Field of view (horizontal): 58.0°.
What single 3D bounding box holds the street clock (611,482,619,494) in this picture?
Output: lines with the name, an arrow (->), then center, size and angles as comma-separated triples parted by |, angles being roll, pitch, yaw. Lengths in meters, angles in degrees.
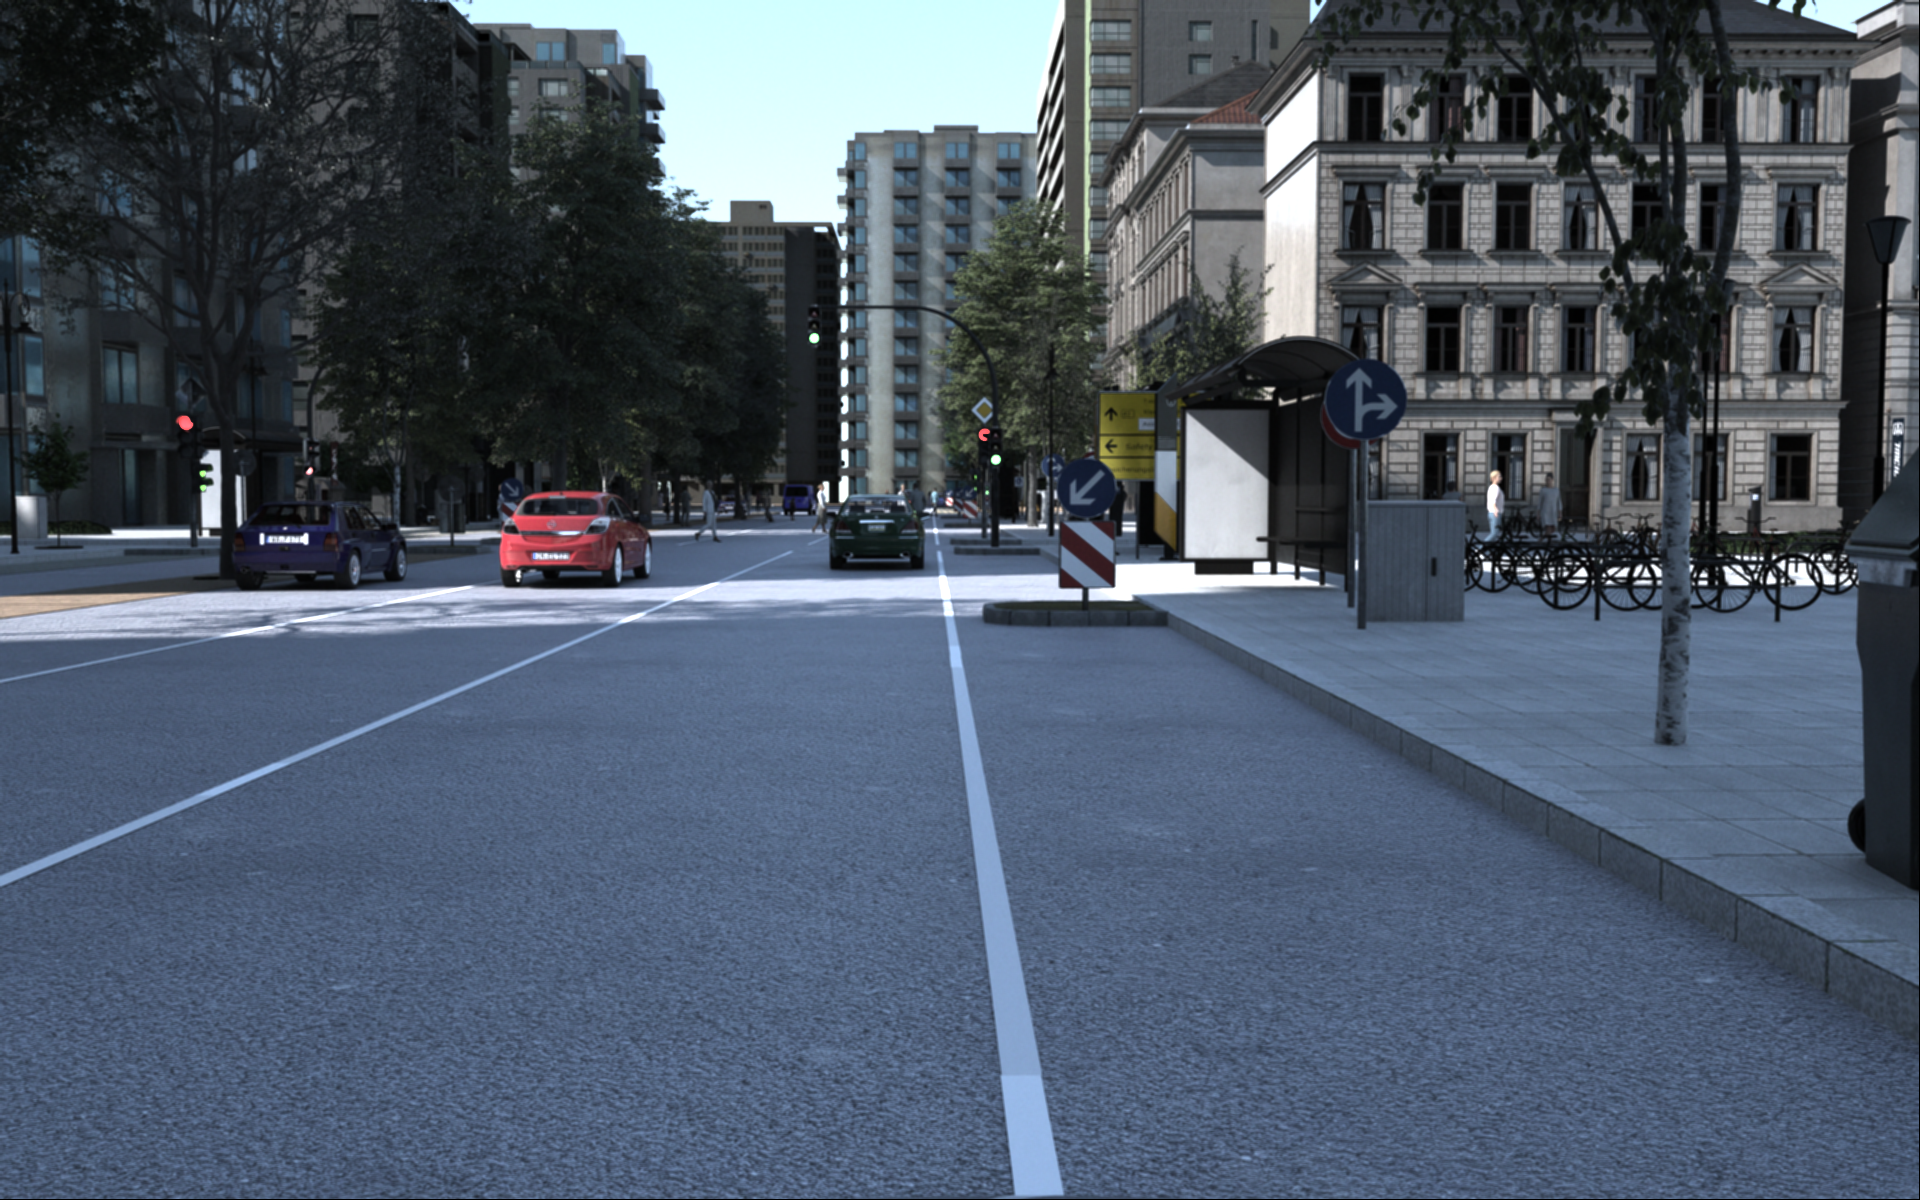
street clock -> -21.399, -6.296, 107.509 | 0.471, 2.002, 0.358 | 1, 4, 19

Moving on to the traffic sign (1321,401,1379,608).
traffic sign -> 4.431, -1.189, 19.541 | 0.768, 2.556, 0.104 | 0, 4, 0

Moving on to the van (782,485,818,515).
van -> -10.925, -6.976, 118.440 | 2.240, 2.365, 5.245 | 0, 3, 0

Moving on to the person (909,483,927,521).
person -> -1.414, -2.983, 57.363 | 0.635, 1.810, 0.391 | -2, 4, -35

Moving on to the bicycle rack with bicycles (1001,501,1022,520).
bicycle rack with bicycles -> 3.175, -4.475, 86.552 | 2.852, 0.926, 2.925 | 1, 4, 17

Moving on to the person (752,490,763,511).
person -> -16.947, -8.341, 145.598 | 1.217, 1.743, 0.721 | 2, 4, 26

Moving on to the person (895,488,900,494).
person -> -3.951, -6.435, 113.517 | 0.655, 1.846, 0.447 | -1, 4, -16

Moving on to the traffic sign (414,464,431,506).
traffic sign -> -22.667, -4.462, 73.053 | 0.768, 2.556, 0.104 | 0, 4, 3

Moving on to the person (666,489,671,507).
person -> -26.610, -9.235, 157.697 | 0.621, 1.740, 0.551 | -3, 4, -38

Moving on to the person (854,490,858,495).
person -> -11.241, -10.892, 186.591 | 0.705, 1.823, 1.348 | 3, 5, 45

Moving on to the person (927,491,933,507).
person -> -3.378, -11.374, 195.134 | 0.621, 1.740, 0.551 | 1, 4, 10

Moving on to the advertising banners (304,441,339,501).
advertising banners -> -20.983, -3.720, 57.014 | 0.090, 3.025, 2.074 | 1, 4, 12

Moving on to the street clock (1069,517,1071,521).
street clock -> 4.710, -4.218, 73.541 | 0.358, 2.002, 0.471 | 0, 4, 8

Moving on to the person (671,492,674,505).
person -> -34.324, -12.083, 206.848 | 0.721, 1.735, 1.217 | 0, 3, 0

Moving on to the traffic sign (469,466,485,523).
traffic sign -> -21.773, -4.767, 78.045 | 0.768, 2.556, 0.104 | 0, 4, 6

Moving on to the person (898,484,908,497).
person -> -2.339, -3.755, 69.779 | 0.818, 1.842, 0.514 | 1, 4, 10

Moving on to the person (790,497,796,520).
person -> -9.071, -4.942, 93.963 | 0.362, 1.253, 0.373 | 3, 4, 37

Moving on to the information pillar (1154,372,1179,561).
information pillar -> 3.970, -2.568, 33.335 | 0.504, 3.616, 0.183 | -2, 4, -29

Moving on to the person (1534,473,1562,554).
person -> 12.724, -1.880, 37.539 | 0.466, 1.731, 0.760 | -2, 4, -31

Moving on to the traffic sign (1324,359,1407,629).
traffic sign -> 3.824, -0.997, 16.408 | 0.768, 2.556, 0.104 | 0, 4, 6

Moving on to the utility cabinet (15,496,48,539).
utility cabinet -> -26.401, -2.331, 49.276 | 1.020, 1.237, 0.306 | 2, 4, 29

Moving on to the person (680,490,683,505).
person -> -31.791, -11.735, 198.629 | 0.721, 1.743, 1.217 | 0, 4, 2

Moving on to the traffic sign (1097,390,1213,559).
traffic sign -> 3.837, -2.464, 34.153 | 2.265, 3.308, 0.079 | 0, 4, 3

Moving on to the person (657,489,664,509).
person -> -25.214, -8.510, 145.852 | 0.621, 1.740, 0.551 | 1, 4, 18

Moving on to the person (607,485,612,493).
person -> -18.118, -4.963, 89.012 | 0.474, 1.900, 0.648 | -2, 4, -33

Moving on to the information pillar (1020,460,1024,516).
information pillar -> 3.703, -6.800, 102.535 | 0.183, 3.616, 0.504 | 1, 4, 14

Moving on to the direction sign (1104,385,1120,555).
direction sign -> 3.168, -2.713, 36.353 | 0.379, 3.537, 0.876 | -1, 4, -14

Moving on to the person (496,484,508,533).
person -> -16.754, -3.348, 63.429 | 0.419, 1.800, 0.721 | -1, 4, -18

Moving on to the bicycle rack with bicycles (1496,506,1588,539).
bicycle rack with bicycles -> 16.766, -2.275, 50.585 | 2.925, 0.926, 2.852 | -2, 4, -26

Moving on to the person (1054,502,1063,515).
person -> 6.016, -6.036, 104.504 | 0.755, 1.850, 0.659 | 3, 5, 42

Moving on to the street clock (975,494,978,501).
street clock -> 1.081, -7.045, 119.756 | 0.358, 2.002, 0.471 | -2, 4, -34

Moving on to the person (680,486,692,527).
person -> -11.942, -4.095, 75.640 | 0.511, 1.800, 0.466 | 1, 4, 18

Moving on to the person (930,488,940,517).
person -> -1.637, -6.208, 109.863 | 0.748, 1.841, 0.638 | -2, 4, -33

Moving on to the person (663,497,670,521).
person -> -15.844, -4.915, 93.533 | 0.373, 1.253, 0.362 | 2, 4, 30

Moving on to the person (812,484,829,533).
person -> -5.132, -3.354, 63.558 | 0.641, 1.798, 0.478 | 1, 4, 19

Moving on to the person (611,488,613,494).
person -> -27.075, -7.814, 134.488 | 0.721, 1.739, 1.217 | 2, 4, 25

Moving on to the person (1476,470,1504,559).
person -> 10.308, -1.649, 33.676 | 0.598, 1.740, 0.731 | 0, 4, -7

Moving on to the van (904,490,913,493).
van -> -5.295, -10.138, 172.767 | 2.013, 2.044, 4.112 | 0, 4, -1

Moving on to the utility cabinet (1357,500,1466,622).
utility cabinet -> 4.561, -0.388, 17.500 | 1.020, 1.237, 0.306 | 0, 4, -3

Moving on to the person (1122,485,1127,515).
person -> 8.624, -5.281, 92.738 | 0.623, 1.781, 0.721 | 0, 4, -4

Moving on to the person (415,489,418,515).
person -> -26.068, -4.702, 82.767 | 0.795, 1.843, 0.661 | -2, 4, -26

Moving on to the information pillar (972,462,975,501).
information pillar -> 0.959, -8.133, 124.328 | 0.183, 3.616, 0.504 | -2, 4, -24

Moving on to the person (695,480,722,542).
person -> -7.519, -2.647, 51.660 | 0.818, 1.842, 0.514 | 0, 4, 1

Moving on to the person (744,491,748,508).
person -> -19.015, -8.875, 154.520 | 0.541, 1.710, 0.530 | 3, 4, 37

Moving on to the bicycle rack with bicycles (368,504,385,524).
bicycle rack with bicycles -> -22.239, -2.989, 62.255 | 2.852, 0.926, 2.925 | 2, 4, 26

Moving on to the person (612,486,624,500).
person -> -14.549, -3.950, 73.438 | 0.721, 1.781, 0.623 | -2, 4, -31

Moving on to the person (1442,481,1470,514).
person -> 13.234, -2.286, 46.235 | 0.716, 1.782, 0.532 | 1, 4, 17

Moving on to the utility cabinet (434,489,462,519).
utility cabinet -> -22.595, -4.146, 76.466 | 0.318, 1.500, 1.173 | 3, 5, 42

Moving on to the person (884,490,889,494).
person -> -6.335, -8.673, 150.439 | 1.348, 1.807, 0.705 | 0, 4, -7

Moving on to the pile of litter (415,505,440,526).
pile of litter -> -21.446, -3.420, 69.881 | 1.176, 0.858, 1.719 | 2, 4, 33

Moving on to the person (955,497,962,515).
person -> -0.071, -6.606, 117.257 | 0.466, 1.731, 0.760 | -2, 4, -29
